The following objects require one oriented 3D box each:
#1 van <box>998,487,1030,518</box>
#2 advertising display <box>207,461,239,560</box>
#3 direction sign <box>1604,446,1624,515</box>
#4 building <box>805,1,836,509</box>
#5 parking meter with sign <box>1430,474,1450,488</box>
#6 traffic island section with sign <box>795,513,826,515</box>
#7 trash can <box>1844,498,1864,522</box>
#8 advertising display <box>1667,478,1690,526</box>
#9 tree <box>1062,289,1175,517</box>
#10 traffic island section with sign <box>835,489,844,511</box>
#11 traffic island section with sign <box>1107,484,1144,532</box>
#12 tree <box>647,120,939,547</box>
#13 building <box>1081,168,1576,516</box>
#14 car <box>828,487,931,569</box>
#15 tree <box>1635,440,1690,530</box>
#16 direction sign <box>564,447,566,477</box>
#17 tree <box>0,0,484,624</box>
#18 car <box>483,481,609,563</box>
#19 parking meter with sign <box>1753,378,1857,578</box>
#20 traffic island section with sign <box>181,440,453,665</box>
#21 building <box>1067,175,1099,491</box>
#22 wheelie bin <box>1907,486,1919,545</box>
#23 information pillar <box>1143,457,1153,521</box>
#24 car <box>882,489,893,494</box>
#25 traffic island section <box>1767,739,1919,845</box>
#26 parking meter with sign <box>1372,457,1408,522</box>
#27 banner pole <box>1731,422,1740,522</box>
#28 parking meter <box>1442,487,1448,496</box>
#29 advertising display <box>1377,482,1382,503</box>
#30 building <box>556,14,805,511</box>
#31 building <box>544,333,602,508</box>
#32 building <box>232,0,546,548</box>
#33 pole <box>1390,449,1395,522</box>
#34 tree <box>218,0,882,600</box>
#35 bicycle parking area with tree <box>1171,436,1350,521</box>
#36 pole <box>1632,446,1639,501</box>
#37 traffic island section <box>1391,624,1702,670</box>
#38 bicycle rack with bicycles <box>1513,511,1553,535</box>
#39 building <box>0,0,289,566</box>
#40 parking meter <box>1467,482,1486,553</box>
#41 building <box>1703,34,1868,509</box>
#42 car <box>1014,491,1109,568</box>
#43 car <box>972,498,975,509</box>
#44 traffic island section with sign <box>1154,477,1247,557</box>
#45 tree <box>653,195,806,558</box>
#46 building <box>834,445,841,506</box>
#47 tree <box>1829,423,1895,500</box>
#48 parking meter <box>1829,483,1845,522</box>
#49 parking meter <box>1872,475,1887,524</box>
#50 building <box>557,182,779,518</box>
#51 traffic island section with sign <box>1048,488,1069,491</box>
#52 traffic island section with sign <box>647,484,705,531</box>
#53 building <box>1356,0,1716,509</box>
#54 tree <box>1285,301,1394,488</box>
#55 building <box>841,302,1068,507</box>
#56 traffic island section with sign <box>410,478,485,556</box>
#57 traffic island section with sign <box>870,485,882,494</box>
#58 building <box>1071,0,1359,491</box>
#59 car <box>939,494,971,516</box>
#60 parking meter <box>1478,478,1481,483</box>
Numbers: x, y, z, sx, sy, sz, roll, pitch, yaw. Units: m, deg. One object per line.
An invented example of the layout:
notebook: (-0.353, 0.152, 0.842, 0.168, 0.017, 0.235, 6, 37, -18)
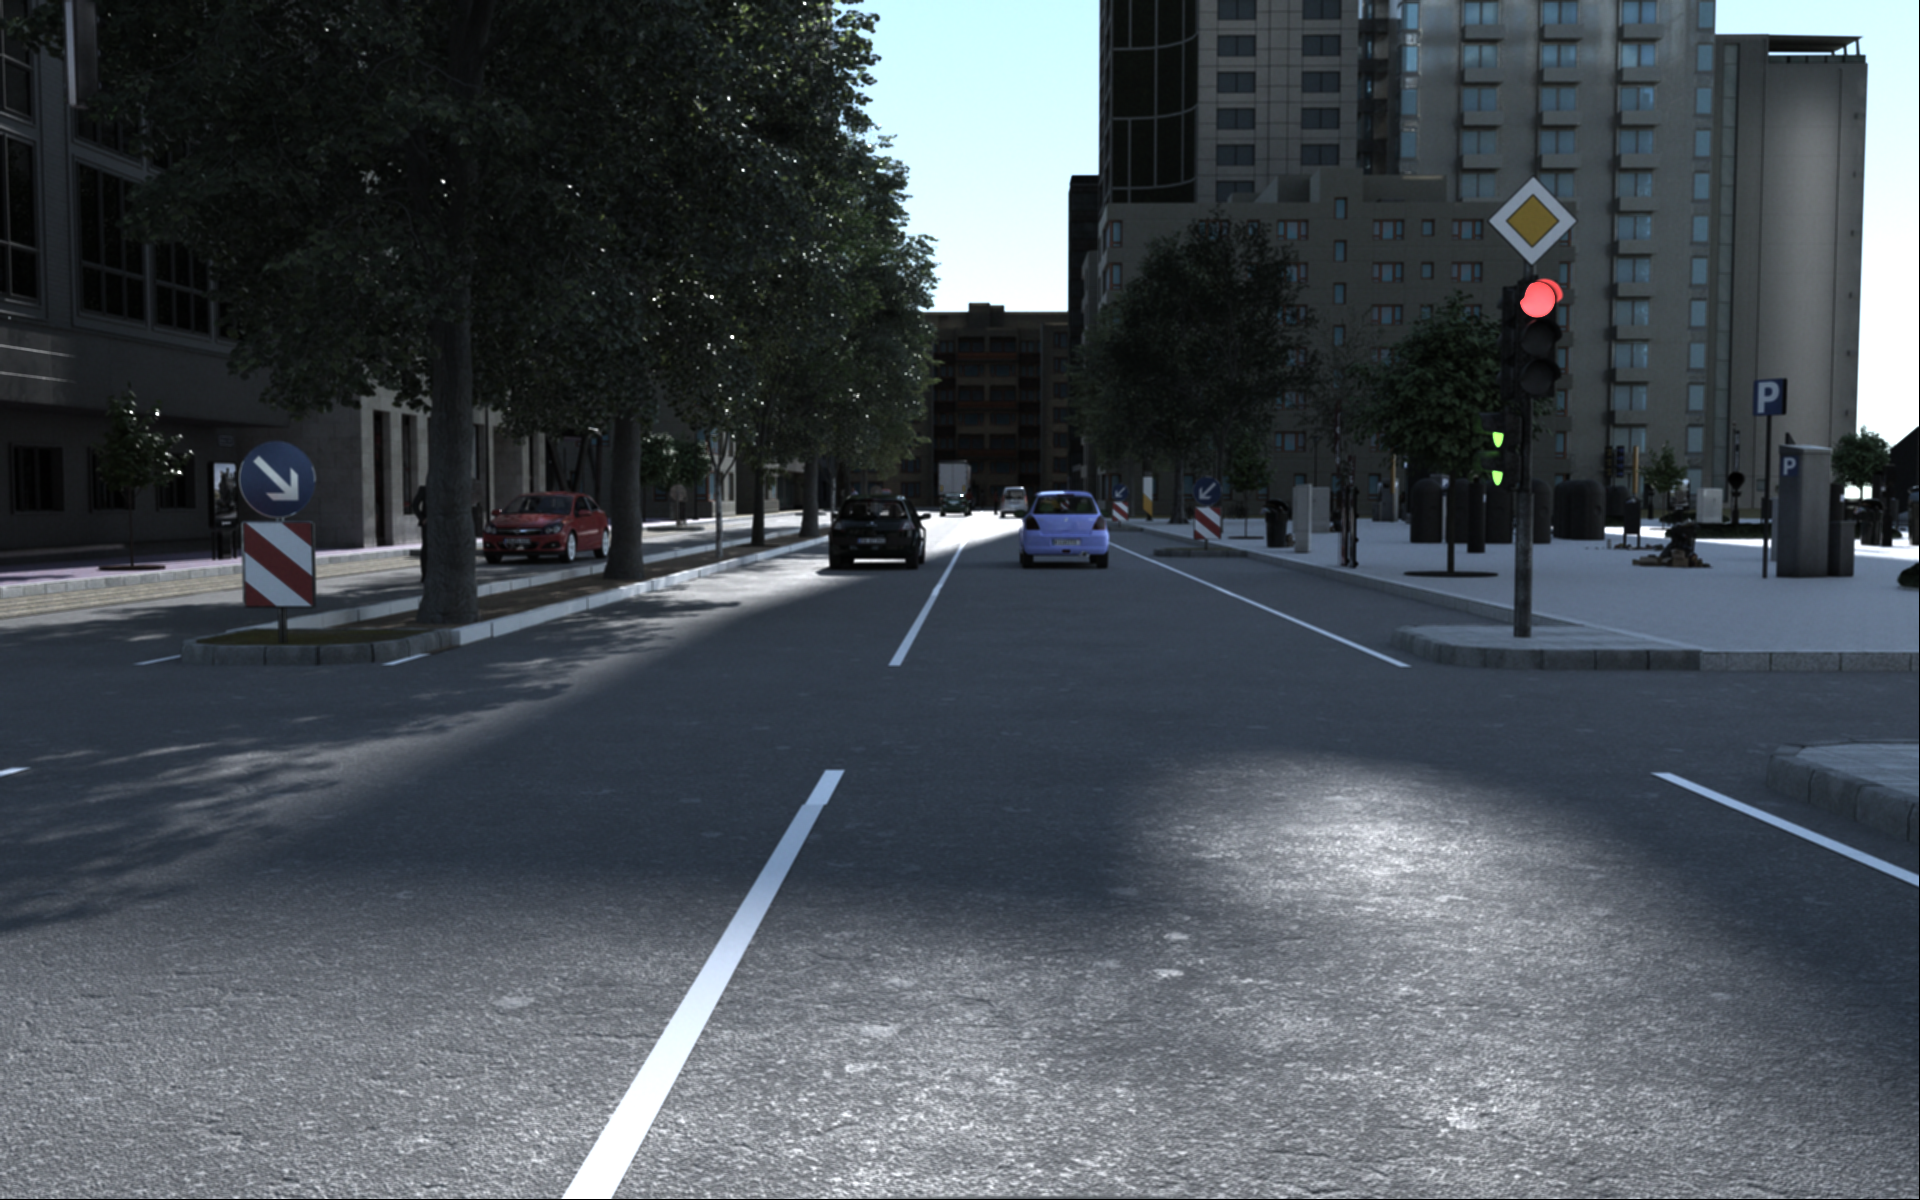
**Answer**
van: (3.324, -6.080, 106.411, 2.013, 2.044, 4.112, 0, 4, 1)
advertising display: (-14.468, -1.762, 34.024, 0.123, 1.923, 0.974, 0, 4, 4)
direction sign: (30.849, -5.488, 81.725, 0.876, 3.537, 0.379, 2, 4, 34)
building: (-22.485, -43.893, 155.895, 20.611, 71.187, 20.563, 0, 4, 1)
parking meter with sign: (18.048, -4.213, 65.138, 0.543, 3.016, 1.738, -1, 4, -22)
traffic island section with sign: (-10.147, -6.686, 117.944, 1.989, 1.847, 2.006, 0, 4, 1)
trash can: (30.070, -2.863, 58.458, 0.748, 1.137, 0.748, 0, 3, 0)
advertising display: (28.974, -3.953, 69.844, 0.974, 1.923, 0.123, -1, 4, -16)
tree: (9.181, -10.923, 96.721, 7.486, 12.596, 7.792, 0, 3, 0)
traffic island section with sign: (-9.648, -8.348, 145.118, 1.989, 1.847, 2.006, 0, 4, 1)
traffic island section with sign: (6.040, -3.577, 67.114, 1.989, 1.847, 2.006, 0, 4, 1)
tree: (-5.389, -7.244, 46.644, 9.928, 11.665, 9.643, 0, 3, 0)
building: (22.806, -16.652, 117.298, 27.650, 21.520, 28.899, 0, 4, 1)
car: (-1.607, -1.509, 34.451, 2.009, 1.686, 4.222, 0, 4, 1)
tree: (25.164, -4.098, 61.599, 1.663, 3.219, 1.824, 0, 3, 0)
direction sign: (-19.232, -5.649, 84.360, 0.379, 3.537, 0.876, -1, 4, -9)
tree: (-5.700, -6.719, 18.970, 9.857, 13.997, 8.962, 0, 3, 0)
car: (-8.849, -1.722, 37.196, 2.155, 1.783, 4.494, 0, 4, 3)
parking meter with sign: (13.043, -1.861, 26.684, 1.738, 3.016, 0.543, -2, 4, -24)
traffic island section with sign: (-5.810, -0.446, 15.430, 2.006, 1.907, 1.989, 0, 4, 1)
building: (16.832, -23.699, 159.177, 14.160, 30.474, 14.107, 0, 4, 1)
wheelie bin: (24.053, -2.164, 43.287, 0.693, 1.594, 0.980, 1, 4, 20)
information pillar: (9.023, -5.613, 83.119, 0.504, 3.616, 0.183, -1, 4, -20)
car: (-6.116, -7.721, 134.915, 2.281, 1.827, 5.304, 0, 4, 2)
traffic island section: (4.929, 0.899, 7.585, 2.009, 0.180, 2.903, 0, 4, 1)
parking meter with sign: (20.025, -5.159, 80.605, 0.543, 3.016, 1.738, -3, 5, -43)
banner pole: (26.932, -4.291, 60.179, 0.401, 3.779, 0.863, 0, 4, 8)
parking meter: (15.277, -2.809, 54.336, 0.372, 1.533, 0.369, 0, 3, 0)
advertising display: (21.820, -5.175, 89.825, 0.123, 1.923, 0.974, 0, 4, 0)
building: (-23.328, -30.973, 130.111, 21.300, 48.544, 21.600, 0, 4, 1)
building: (-22.565, -12.133, 65.830, 16.820, 18.784, 16.811, 0, 4, 1)
building: (-19.118, -11.868, 48.787, 10.420, 20.320, 16.860, 0, 4, 1)
pole: (19.733, -5.206, 78.960, 0.158, 3.312, 0.155, 0, 3, 0)
tree: (-5.671, -7.327, 28.909, 9.857, 13.997, 8.962, 0, 3, 0)
bicycle parking area with tree: (15.137, -6.091, 86.597, 8.231, 4.147, 9.016, 3, 5, 39)
pole: (28.748, -4.887, 73.743, 0.158, 3.312, 0.155, 0, 3, 0)
traffic island section: (5.076, 0.411, 15.569, 2.009, 0.180, 2.903, 0, 4, 1)
bicycle rack with bicycles: (18.109, -2.496, 54.200, 2.925, 0.926, 2.852, 3, 5, 42)
building: (-22.504, -14.328, 27.766, 14.314, 27.812, 24.014, 0, 4, 1)
parking meter: (11.283, -1.799, 37.823, 0.372, 1.533, 0.369, 0, 3, 0)
building: (71.840, -29.009, 157.890, 14.086, 41.232, 14.154, 0, 4, 1)
car: (2.051, -1.540, 34.771, 1.945, 1.707, 3.694, 0, 4, 1)
car: (0.481, -9.293, 164.294, 2.083, 1.381, 4.827, 0, 4, 1)
traffic island section with sign: (5.529, -1.929, 40.163, 1.989, 1.847, 2.006, 0, 4, 1)
tree: (-5.356, -5.228, 38.301, 4.737, 8.622, 4.395, 0, 3, 0)
building: (-27.002, -21.026, 188.812, 28.899, 21.520, 27.650, 0, 4, 1)
tree: (41.354, -5.858, 79.490, 4.285, 4.588, 4.351, 0, 3, 0)
parking meter: (20.637, -1.983, 40.838, 0.372, 1.533, 0.369, 0, 3, 0)
parking meter: (27.615, -2.833, 52.038, 0.399, 1.863, 0.255, -2, 4, -25)
building: (-26.682, -15.948, 105.791, 27.650, 21.520, 28.899, 0, 4, 1)
traffic island section with sign: (6.958, -6.647, 117.306, 1.989, 1.847, 2.006, 0, 4, 1)
traffic island section with sign: (-11.071, -3.618, 67.790, 1.989, 1.847, 2.006, 0, 4, 1)
building: (49.484, -32.639, 153.252, 30.456, 49.044, 23.786, 0, 4, 1)
tree: (14.375, -7.030, 65.311, 4.360, 8.622, 3.978, 0, 3, 0)
building: (2.968, -20.994, 188.285, 28.899, 21.520, 27.650, 0, 4, 1)
traffic island section with sign: (-11.573, -1.949, 40.488, 1.989, 1.847, 2.006, 0, 4, 1)
traffic island section with sign: (-4.430, -5.041, 90.556, 2.006, 1.907, 1.989, 0, 4, 1)
building: (19.911, -42.954, 140.548, 20.563, 71.187, 20.611, 0, 4, 1)
car: (-0.334, -6.180, 112.842, 2.131, 1.459, 4.920, 0, 4, 2)
parking meter: (18.483, -3.456, 62.212, 0.399, 1.863, 0.255, 2, 4, 32)
